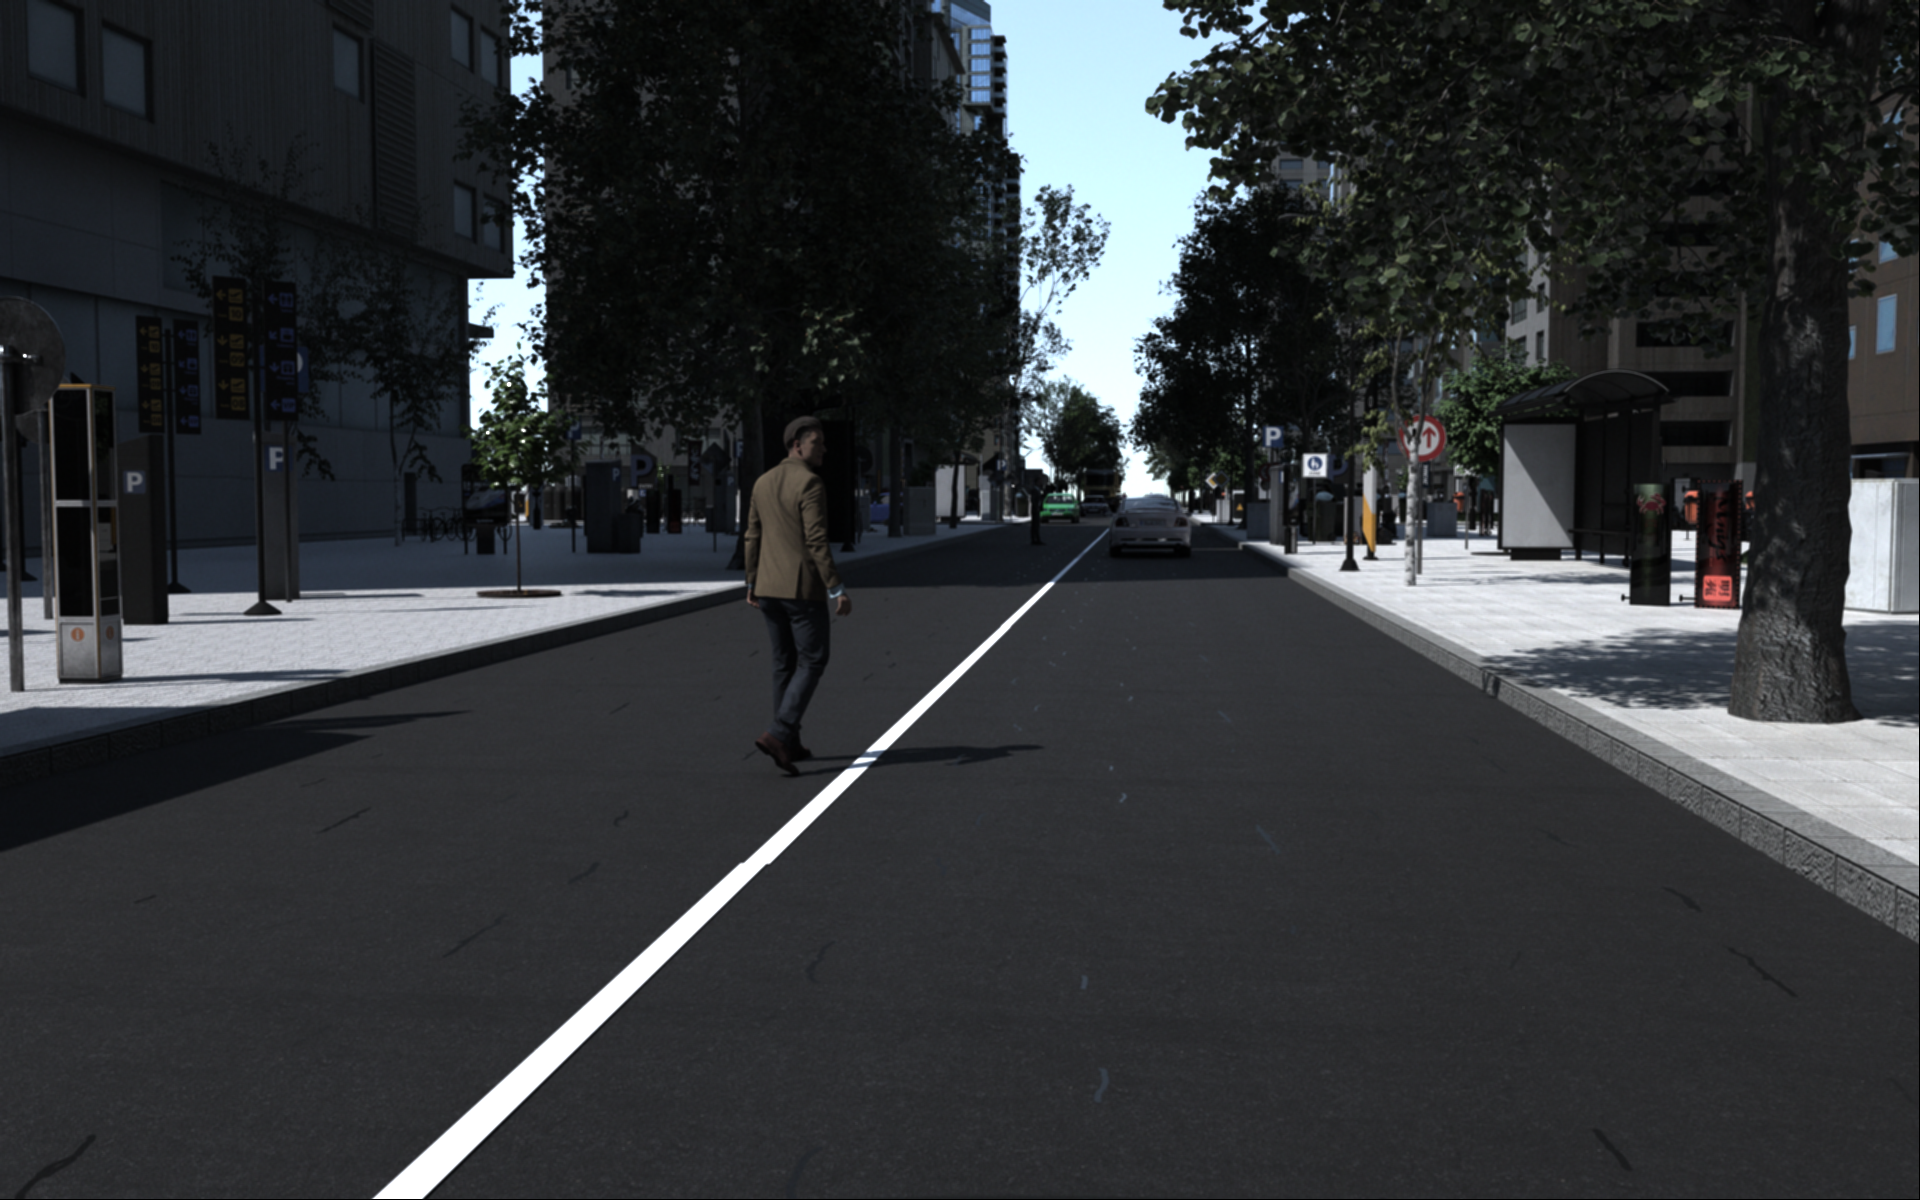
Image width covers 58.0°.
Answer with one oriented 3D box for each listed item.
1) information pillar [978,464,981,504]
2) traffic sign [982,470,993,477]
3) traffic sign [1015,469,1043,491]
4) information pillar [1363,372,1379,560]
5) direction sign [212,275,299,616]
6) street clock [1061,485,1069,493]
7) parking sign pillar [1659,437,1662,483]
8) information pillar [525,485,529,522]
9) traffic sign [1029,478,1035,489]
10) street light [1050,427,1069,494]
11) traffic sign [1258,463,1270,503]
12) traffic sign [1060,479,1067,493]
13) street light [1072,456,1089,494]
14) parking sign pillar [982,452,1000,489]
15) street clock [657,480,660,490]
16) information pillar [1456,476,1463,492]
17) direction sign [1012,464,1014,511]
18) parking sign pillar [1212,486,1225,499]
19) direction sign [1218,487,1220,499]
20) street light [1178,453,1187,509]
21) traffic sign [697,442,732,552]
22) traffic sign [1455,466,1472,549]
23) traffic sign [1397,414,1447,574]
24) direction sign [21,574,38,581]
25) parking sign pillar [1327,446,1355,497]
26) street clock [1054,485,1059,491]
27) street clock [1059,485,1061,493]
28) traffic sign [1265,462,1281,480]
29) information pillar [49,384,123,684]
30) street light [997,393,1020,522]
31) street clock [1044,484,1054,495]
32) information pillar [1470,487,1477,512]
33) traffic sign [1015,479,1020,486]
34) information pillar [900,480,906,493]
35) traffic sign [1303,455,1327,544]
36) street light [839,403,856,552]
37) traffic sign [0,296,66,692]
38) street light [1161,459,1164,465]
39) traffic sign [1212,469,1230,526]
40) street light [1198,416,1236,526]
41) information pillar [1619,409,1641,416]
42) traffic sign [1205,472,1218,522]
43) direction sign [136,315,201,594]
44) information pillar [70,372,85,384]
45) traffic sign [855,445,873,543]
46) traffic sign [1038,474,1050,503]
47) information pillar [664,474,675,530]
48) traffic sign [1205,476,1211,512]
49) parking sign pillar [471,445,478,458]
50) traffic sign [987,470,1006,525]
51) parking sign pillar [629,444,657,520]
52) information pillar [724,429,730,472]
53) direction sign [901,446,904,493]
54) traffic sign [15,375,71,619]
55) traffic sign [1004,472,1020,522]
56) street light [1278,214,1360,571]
[{"bbox_3d":[1.570,-8.346,127.819,0.504,3.616,0.183,-2,4,-31],"label":"information pillar"},{"bbox_3d":[1.464,-5.522,90.392,0.768,2.556,0.104,0,4,8],"label":"traffic sign"},{"bbox_3d":[5.554,-8.914,139.621,2.265,3.308,0.079,0,4,7],"label":"traffic sign"},{"bbox_3d":[7.969,-2.586,33.629,0.183,3.616,0.504,-1,4,-9],"label":"information pillar"},{"bbox_3d":[-7.428,-1.611,18.337,0.876,3.537,0.379,-3,5,-45],"label":"direction sign"},{"bbox_3d":[8.365,-8.060,136.348,0.358,2.002,0.471,2,4,24],"label":"street clock"},{"bbox_3d":[32.513,-5.707,81.785,1.447,3.967,1.447,-2,4,-29],"label":"parking sign pillar"},{"bbox_3d":[-20.106,-5.477,80.911,0.504,3.616,0.183,1,4,21],"label":"information pillar"},{"bbox_3d":[4.648,-6.570,109.549,0.606,2.300,0.079,0,4,8],"label":"traffic sign"},{"bbox_3d":[6.861,-9.051,120.519,1.470,5.913,1.316,0,4,6],"label":"street light"},{"bbox_3d":[12.540,-4.314,70.632,0.768,2.556,0.104,0,4,7],"label":"traffic sign"},{"bbox_3d":[8.550,-8.852,144.834,0.768,2.556,0.104,1,4,14],"label":"traffic sign"},{"bbox_3d":[10.623,-11.185,155.411,1.470,5.913,1.316,0,4,6],"label":"street light"},{"bbox_3d":[2.017,-7.572,112.275,1.447,3.967,1.447,2,4,29],"label":"parking sign pillar"},{"bbox_3d":[-15.801,-5.230,90.077,0.358,2.002,0.471,-3,4,-36],"label":"street clock"},{"bbox_3d":[27.675,-6.397,95.939,0.504,3.616,0.183,-3,5,-42],"label":"information pillar"},{"bbox_3d":[3.983,-8.514,131.201,0.379,3.537,0.876,0,3,0],"label":"direction sign"},{"bbox_3d":[18.454,-8.190,122.376,1.447,3.967,1.447,1,4,16],"label":"parking sign pillar"},{"bbox_3d":[17.363,-7.589,116.076,0.876,3.537,0.379,-2,4,-28],"label":"direction sign"},{"bbox_3d":[14.875,-8.471,111.045,1.470,5.913,1.316,0,4,6],"label":"street light"},{"bbox_3d":[-5.423,-2.269,38.278,0.795,2.450,0.064,0,4,8],"label":"traffic sign"},{"bbox_3d":[11.777,-2.329,40.206,0.606,2.300,0.079,1,4,12],"label":"traffic sign"},{"bbox_3d":[7.335,-1.681,27.592,0.768,2.556,0.104,1,4,11],"label":"traffic sign"},{"bbox_3d":[-13.862,-2.050,25.518,0.876,3.537,0.379,2,4,24],"label":"direction sign"},{"bbox_3d":[18.703,-5.908,85.062,1.447,3.967,1.447,3,5,41],"label":"parking sign pillar"},{"bbox_3d":[7.316,-8.070,136.518,0.471,2.002,0.358,-1,4,-10],"label":"street clock"},{"bbox_3d":[7.972,-8.140,137.662,0.471,2.002,0.358,-1,4,-11],"label":"street clock"},{"bbox_3d":[12.644,-4.249,69.581,0.768,2.556,0.104,1,4,12],"label":"traffic sign"},{"bbox_3d":[-5.936,-0.445,11.770,0.304,2.012,0.304,0,4,3],"label":"information pillar"},{"bbox_3d":[2.409,-6.529,79.294,1.470,5.913,1.316,0,4,6],"label":"street light"},{"bbox_3d":[6.346,-7.387,125.350,0.471,2.002,0.358,-1,4,-13],"label":"street clock"},{"bbox_3d":[33.859,-6.706,114.132,0.304,2.012,0.304,-1,4,-14],"label":"information pillar"},{"bbox_3d":[4.609,-8.499,139.062,0.768,2.556,0.104,1,4,14],"label":"traffic sign"},{"bbox_3d":[-2.973,-5.175,89.102,0.304,2.012,0.304,2,4,23],"label":"information pillar"},{"bbox_3d":[9.013,-2.563,44.027,0.606,2.300,0.079,1,4,12],"label":"traffic sign"},{"bbox_3d":[-1.953,-4.015,38.181,1.470,5.913,1.316,0,4,6],"label":"street light"},{"bbox_3d":[-6.132,-0.678,11.190,0.768,2.556,0.104,0,4,8],"label":"traffic sign"},{"bbox_3d":[27.464,-15.705,229.313,1.470,5.913,1.316,0,4,6],"label":"street light"},{"bbox_3d":[10.637,-4.092,70.547,0.795,2.450,0.064,0,4,6],"label":"traffic sign"},{"bbox_3d":[10.443,-5.963,70.040,1.470,5.913,1.316,0,4,6],"label":"street light"},{"bbox_3d":[15.124,-2.923,39.143,0.504,3.616,0.183,2,4,24],"label":"information pillar"},{"bbox_3d":[11.488,-4.578,78.487,0.795,2.450,0.064,0,4,6],"label":"traffic sign"},{"bbox_3d":[-10.199,-1.859,22.393,0.379,3.537,0.876,2,4,30],"label":"direction sign"},{"bbox_3d":[-16.929,-2.580,33.542,0.183,3.616,0.504,3,4,39],"label":"information pillar"},{"bbox_3d":[-2.635,-2.748,45.034,0.768,2.556,0.104,1,4,10],"label":"traffic sign"},{"bbox_3d":[5.174,-6.567,107.475,0.768,2.556,0.104,1,4,13],"label":"traffic sign"},{"bbox_3d":[-10.434,-3.531,62.218,0.304,2.012,0.304,-2,4,-27],"label":"information pillar"},{"bbox_3d":[17.424,-7.372,120.637,0.768,2.556,0.104,1,4,12],"label":"traffic sign"},{"bbox_3d":[-19.070,-4.808,67.076,1.447,3.967,1.447,2,4,27],"label":"parking sign pillar"},{"bbox_3d":[1.497,-4.153,71.544,0.795,2.450,0.064,0,4,6],"label":"traffic sign"},{"bbox_3d":[-15.648,-5.941,85.614,1.447,3.967,1.447,0,4,3],"label":"parking sign pillar"},{"bbox_3d":[-8.366,-4.331,62.174,0.183,3.616,0.504,-2,4,-25],"label":"information pillar"},{"bbox_3d":[-2.718,-5.504,81.981,0.379,3.537,0.876,-1,4,-9],"label":"direction sign"},{"bbox_3d":[-9.344,-1.075,17.681,0.768,2.556,0.104,0,4,8],"label":"traffic sign"},{"bbox_3d":[2.348,-4.639,79.483,0.795,2.450,0.064,0,4,6],"label":"traffic sign"},{"bbox_3d":[5.976,-3.443,28.839,1.470,5.913,1.316,0,4,6],"label":"street light"}]
